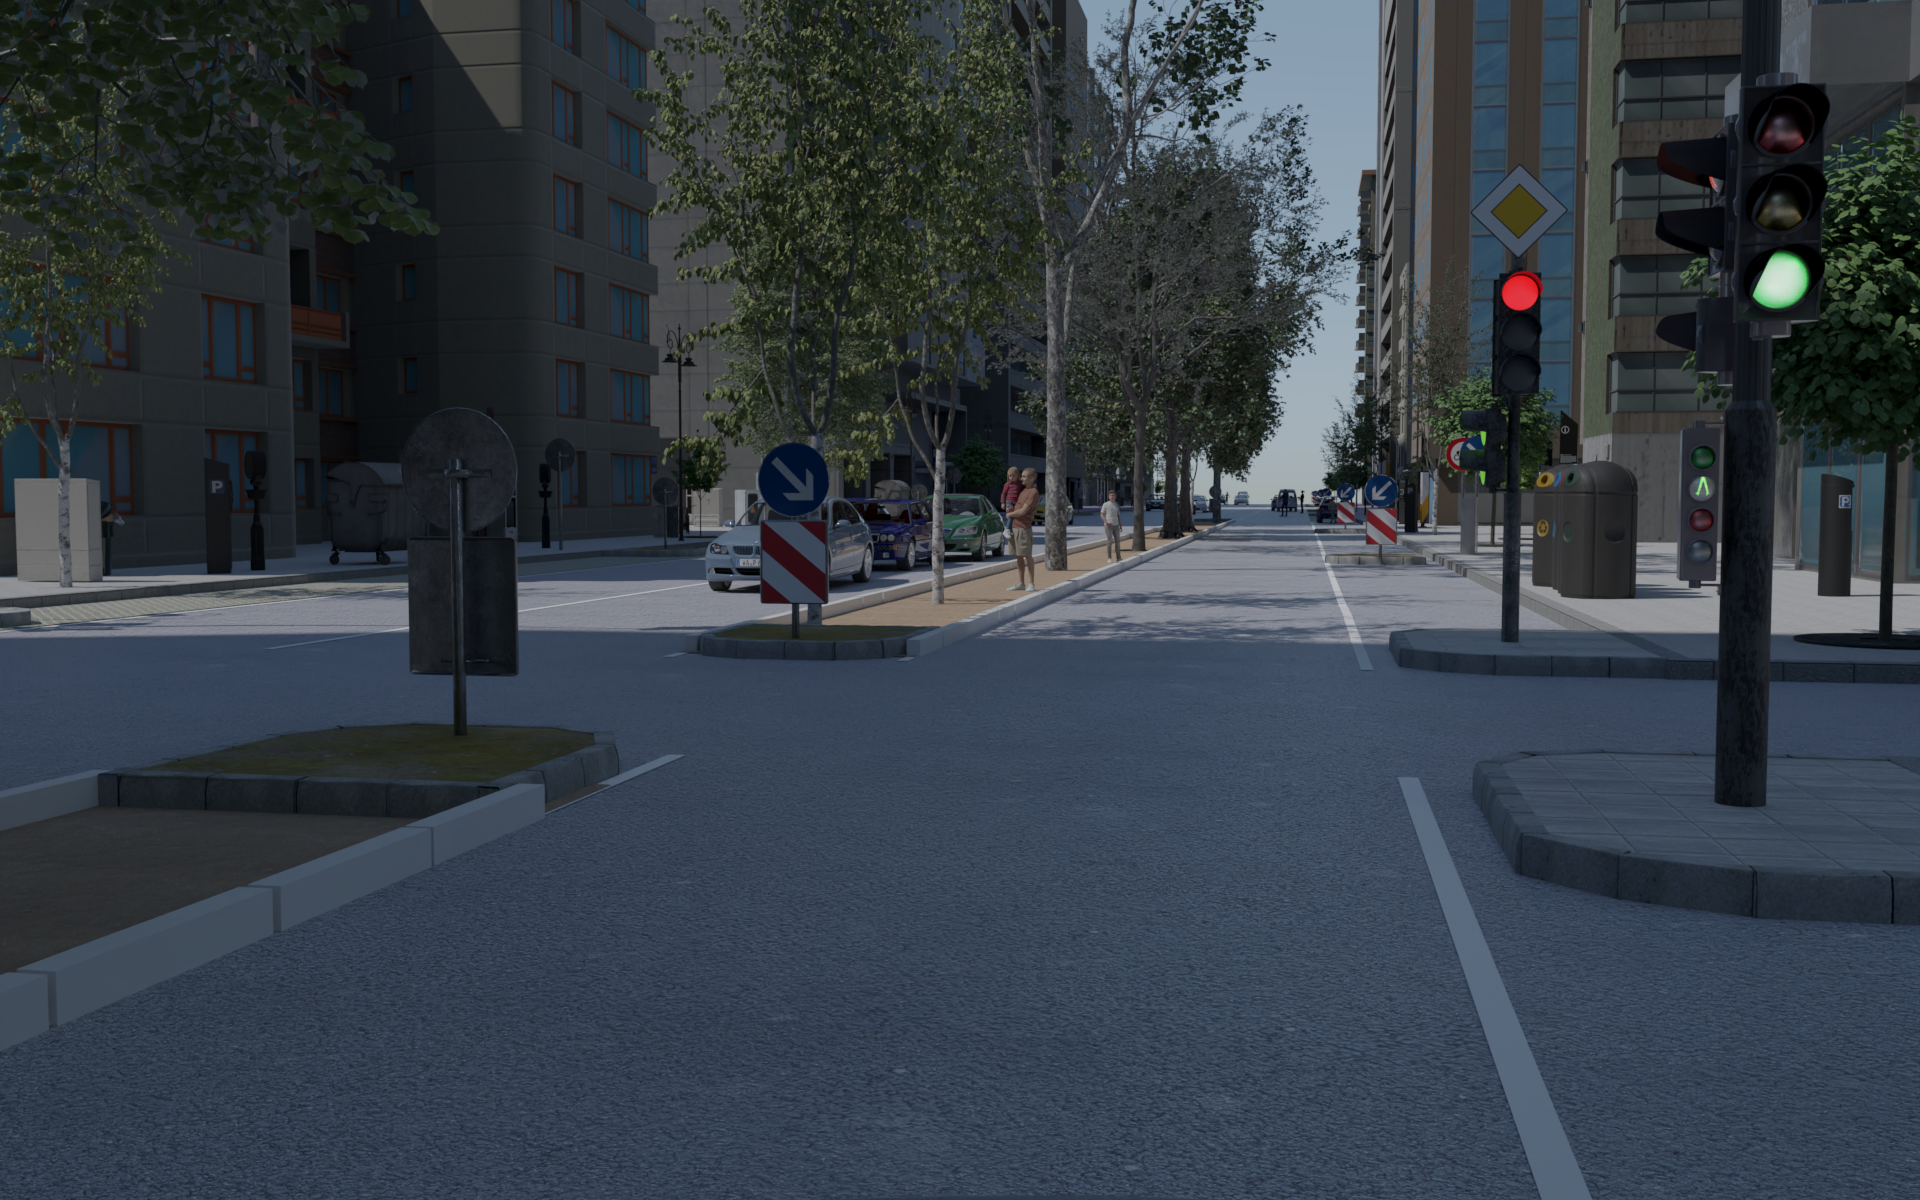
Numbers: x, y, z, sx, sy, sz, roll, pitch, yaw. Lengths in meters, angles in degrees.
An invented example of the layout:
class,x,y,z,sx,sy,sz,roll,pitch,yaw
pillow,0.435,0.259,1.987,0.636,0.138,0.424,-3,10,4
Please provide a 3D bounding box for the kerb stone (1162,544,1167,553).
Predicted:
class,x,y,z,sx,sy,sz,roll,pitch,yaw
kerb stone,4.842,-1.204,41.877,0.120,0.150,1.000,1,4,11

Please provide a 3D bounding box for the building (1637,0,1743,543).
class,x,y,z,sx,sy,sz,roll,pitch,yaw
building,25.420,-17.041,50.326,14.160,30.474,14.107,1,4,11

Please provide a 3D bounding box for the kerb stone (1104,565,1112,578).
class,x,y,z,sx,sy,sz,roll,pitch,yaw
kerb stone,2.457,-0.464,29.798,0.120,0.150,1.000,1,4,11

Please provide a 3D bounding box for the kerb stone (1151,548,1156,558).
class,x,y,z,sx,sy,sz,roll,pitch,yaw
kerb stone,4.245,-1.019,38.852,0.120,0.150,1.000,1,4,11

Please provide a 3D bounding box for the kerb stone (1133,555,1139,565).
class,x,y,z,sx,sy,sz,roll,pitch,yaw
kerb stone,3.451,-0.773,34.829,0.120,0.150,1.000,1,4,11

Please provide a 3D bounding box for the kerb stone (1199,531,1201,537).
class,x,y,z,sx,sy,sz,roll,pitch,yaw
kerb stone,7.620,-2.066,55.968,0.120,0.150,1.000,1,4,11

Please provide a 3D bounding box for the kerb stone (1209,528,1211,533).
class,x,y,z,sx,sy,sz,roll,pitch,yaw
kerb stone,8.800,-2.435,62.012,0.120,0.150,1.000,1,4,11

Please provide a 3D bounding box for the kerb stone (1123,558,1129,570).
class,x,y,z,sx,sy,sz,roll,pitch,yaw
kerb stone,3.055,-0.647,32.818,0.120,0.150,1.000,1,4,11

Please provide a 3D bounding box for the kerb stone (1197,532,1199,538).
class,x,y,z,sx,sy,sz,roll,pitch,yaw
kerb stone,7.417,-2.004,54.960,0.120,0.150,1.000,1,4,11

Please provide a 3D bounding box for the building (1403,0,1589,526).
class,x,y,z,sx,sy,sz,roll,pitch,yaw
building,26.819,-25.903,73.621,14.600,45.320,14.200,1,4,11

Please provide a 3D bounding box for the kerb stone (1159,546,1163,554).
class,x,y,z,sx,sy,sz,roll,pitch,yaw
kerb stone,4.640,-1.138,40.868,0.120,0.150,1.000,1,4,11

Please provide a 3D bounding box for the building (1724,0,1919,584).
class,x,y,z,sx,sy,sz,roll,pitch,yaw
building,27.893,-24.807,25.210,30.456,49.044,23.786,1,4,11

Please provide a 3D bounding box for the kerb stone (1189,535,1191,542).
class,x,y,z,sx,sy,sz,roll,pitch,yaw
kerb stone,6.622,-1.758,50.941,0.120,0.150,1.000,1,4,11

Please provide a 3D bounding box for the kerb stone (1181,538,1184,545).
class,x,y,z,sx,sy,sz,roll,pitch,yaw
kerb stone,6.032,-1.574,47.926,0.120,0.150,1.000,1,4,11

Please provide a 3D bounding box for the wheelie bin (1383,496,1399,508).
class,x,y,z,sx,sy,sz,roll,pitch,yaw
wheelie bin,19.624,-4.384,79.591,0.980,1.594,0.693,0,4,4

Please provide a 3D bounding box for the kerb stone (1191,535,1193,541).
class,x,y,z,sx,sy,sz,roll,pitch,yaw
kerb stone,6.819,-1.817,51.944,0.120,0.150,1.000,1,4,11

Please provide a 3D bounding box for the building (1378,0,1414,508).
class,x,y,z,sx,sy,sz,roll,pitch,yaw
building,46.944,-31.937,145.877,21.300,48.544,21.600,1,4,11

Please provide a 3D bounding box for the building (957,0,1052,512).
class,x,y,z,sx,sy,sz,roll,pitch,yaw
building,-5.027,-31.136,132.767,21.300,48.544,21.600,1,4,11

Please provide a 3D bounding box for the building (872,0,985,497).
class,x,y,z,sx,sy,sz,roll,pitch,yaw
building,-13.510,-31.810,109.333,28.713,52.752,27.495,1,4,11

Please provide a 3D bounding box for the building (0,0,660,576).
class,x,y,z,sx,sy,sz,roll,pitch,yaw
building,-25.818,-12.085,42.636,27.650,21.520,28.899,1,4,11

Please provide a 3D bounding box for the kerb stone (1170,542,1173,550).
class,x,y,z,sx,sy,sz,roll,pitch,yaw
kerb stone,5.232,-1.324,43.894,0.120,0.150,1.000,1,4,11

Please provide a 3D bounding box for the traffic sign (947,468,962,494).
class,x,y,z,sx,sy,sz,roll,pitch,yaw
traffic sign,-0.297,-5.225,85.540,0.768,2.556,0.104,1,4,12

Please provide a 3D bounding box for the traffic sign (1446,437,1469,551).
class,x,y,z,sx,sy,sz,roll,pitch,yaw
traffic sign,11.239,-2.360,38.699,0.768,2.556,0.104,1,4,20

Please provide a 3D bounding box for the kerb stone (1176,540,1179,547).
class,x,y,z,sx,sy,sz,roll,pitch,yaw
kerb stone,5.629,-1.450,45.901,0.120,0.150,1.000,1,4,11

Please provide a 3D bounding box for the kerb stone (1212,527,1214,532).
class,x,y,z,sx,sy,sz,roll,pitch,yaw
kerb stone,9.201,-2.554,64.022,0.120,0.150,1.000,1,4,11

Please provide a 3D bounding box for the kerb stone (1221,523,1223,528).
class,x,y,z,sx,sy,sz,roll,pitch,yaw
kerb stone,10.586,-2.985,71.058,0.120,0.150,1.000,1,4,11

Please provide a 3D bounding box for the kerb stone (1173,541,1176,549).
class,x,y,z,sx,sy,sz,roll,pitch,yaw
kerb stone,5.434,-1.389,44.898,0.120,0.150,1.000,1,4,11

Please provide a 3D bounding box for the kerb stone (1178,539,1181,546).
class,x,y,z,sx,sy,sz,roll,pitch,yaw
kerb stone,5.830,-1.512,46.915,0.120,0.150,1.000,1,4,11

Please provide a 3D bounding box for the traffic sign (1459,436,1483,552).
class,x,y,z,sx,sy,sz,roll,pitch,yaw
traffic sign,11.384,-2.327,38.159,0.768,2.556,0.104,1,4,20

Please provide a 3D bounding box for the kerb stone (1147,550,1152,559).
class,x,y,z,sx,sy,sz,roll,pitch,yaw
kerb stone,4.044,-0.957,37.850,0.120,0.150,1.000,1,4,11

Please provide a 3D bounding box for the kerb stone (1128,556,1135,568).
class,x,y,z,sx,sy,sz,roll,pitch,yaw
kerb stone,3.259,-0.708,33.820,0.120,0.150,1.000,1,4,11

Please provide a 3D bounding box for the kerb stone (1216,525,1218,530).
class,x,y,z,sx,sy,sz,roll,pitch,yaw
kerb stone,9.797,-2.737,67.045,0.120,0.150,1.000,1,4,11

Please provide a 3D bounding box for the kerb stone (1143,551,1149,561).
class,x,y,z,sx,sy,sz,roll,pitch,yaw
kerb stone,3.855,-0.896,36.844,0.120,0.150,1.000,1,4,11

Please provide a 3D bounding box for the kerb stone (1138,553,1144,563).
class,x,y,z,sx,sy,sz,roll,pitch,yaw
kerb stone,3.648,-0.832,35.832,0.120,0.150,1.000,1,4,11

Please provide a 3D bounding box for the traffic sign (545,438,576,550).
class,x,y,z,sx,sy,sz,roll,pitch,yaw
traffic sign,-9.117,-2.408,39.485,0.768,2.556,0.104,1,4,14

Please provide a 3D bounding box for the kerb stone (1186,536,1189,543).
class,x,y,z,sx,sy,sz,roll,pitch,yaw
kerb stone,6.424,-1.697,49.937,0.120,0.150,1.000,1,4,11

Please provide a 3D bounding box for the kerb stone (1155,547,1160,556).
class,x,y,z,sx,sy,sz,roll,pitch,yaw
kerb stone,4.434,-1.080,39.859,0.120,0.150,1.000,1,4,11

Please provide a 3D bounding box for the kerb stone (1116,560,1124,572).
class,x,y,z,sx,sy,sz,roll,pitch,yaw
kerb stone,2.856,-0.588,31.811,0.120,0.150,1.000,1,4,11

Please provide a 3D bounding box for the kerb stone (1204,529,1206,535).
class,x,y,z,sx,sy,sz,roll,pitch,yaw
kerb stone,8.206,-2.250,58.978,0.120,0.150,1.000,1,4,11

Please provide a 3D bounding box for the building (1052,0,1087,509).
class,x,y,z,sx,sy,sz,roll,pitch,yaw
building,3.185,-30.541,149.463,14.600,45.320,14.200,1,4,11

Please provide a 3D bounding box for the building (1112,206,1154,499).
class,x,y,z,sx,sy,sz,roll,pitch,yaw
building,19.408,-34.026,239.912,14.154,41.232,14.086,1,4,11

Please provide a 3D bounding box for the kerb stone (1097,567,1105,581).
class,x,y,z,sx,sy,sz,roll,pitch,yaw
kerb stone,2.254,-0.403,28.793,0.120,0.150,1.000,1,4,11

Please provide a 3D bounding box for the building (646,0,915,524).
class,x,y,z,sx,sy,sz,roll,pitch,yaw
building,-13.148,-39.444,83.163,20.563,71.187,20.611,1,4,11

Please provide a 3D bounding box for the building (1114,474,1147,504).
class,x,y,z,sx,sy,sz,roll,pitch,yaw
building,7.360,-32.442,222.304,32.217,40.220,23.993,1,4,11

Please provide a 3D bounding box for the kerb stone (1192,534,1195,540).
class,x,y,z,sx,sy,sz,roll,pitch,yaw
kerb stone,7.015,-1.881,52.952,0.120,0.150,1.000,1,4,11

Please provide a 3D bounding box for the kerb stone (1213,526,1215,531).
class,x,y,z,sx,sy,sz,roll,pitch,yaw
kerb stone,9.392,-2.614,65.026,0.120,0.150,1.000,1,4,11

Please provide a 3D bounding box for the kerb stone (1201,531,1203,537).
class,x,y,z,sx,sy,sz,roll,pitch,yaw
kerb stone,7.807,-2.126,56.973,0.120,0.150,1.000,1,4,11

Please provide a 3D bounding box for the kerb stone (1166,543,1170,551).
class,x,y,z,sx,sy,sz,roll,pitch,yaw
kerb stone,5.048,-1.266,42.887,0.120,0.150,1.000,1,4,11

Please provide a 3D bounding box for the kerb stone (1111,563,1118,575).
class,x,y,z,sx,sy,sz,roll,pitch,yaw
kerb stone,2.655,-0.526,30.801,0.120,0.150,1.000,1,4,11

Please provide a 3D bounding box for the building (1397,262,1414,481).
class,x,y,z,sx,sy,sz,roll,pitch,yaw
building,45.735,-16.894,121.255,27.650,21.520,28.899,1,4,11

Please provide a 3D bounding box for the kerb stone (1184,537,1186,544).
class,x,y,z,sx,sy,sz,roll,pitch,yaw
kerb stone,6.226,-1.632,48.930,0.120,0.150,1.000,1,4,11

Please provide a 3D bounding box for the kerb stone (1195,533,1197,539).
class,x,y,z,sx,sy,sz,roll,pitch,yaw
kerb stone,7.218,-1.943,53.956,0.120,0.150,1.000,1,4,11

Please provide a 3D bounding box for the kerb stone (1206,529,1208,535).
class,x,y,z,sx,sy,sz,roll,pitch,yaw
kerb stone,8.406,-2.312,59.990,0.120,0.150,1.000,1,4,11
